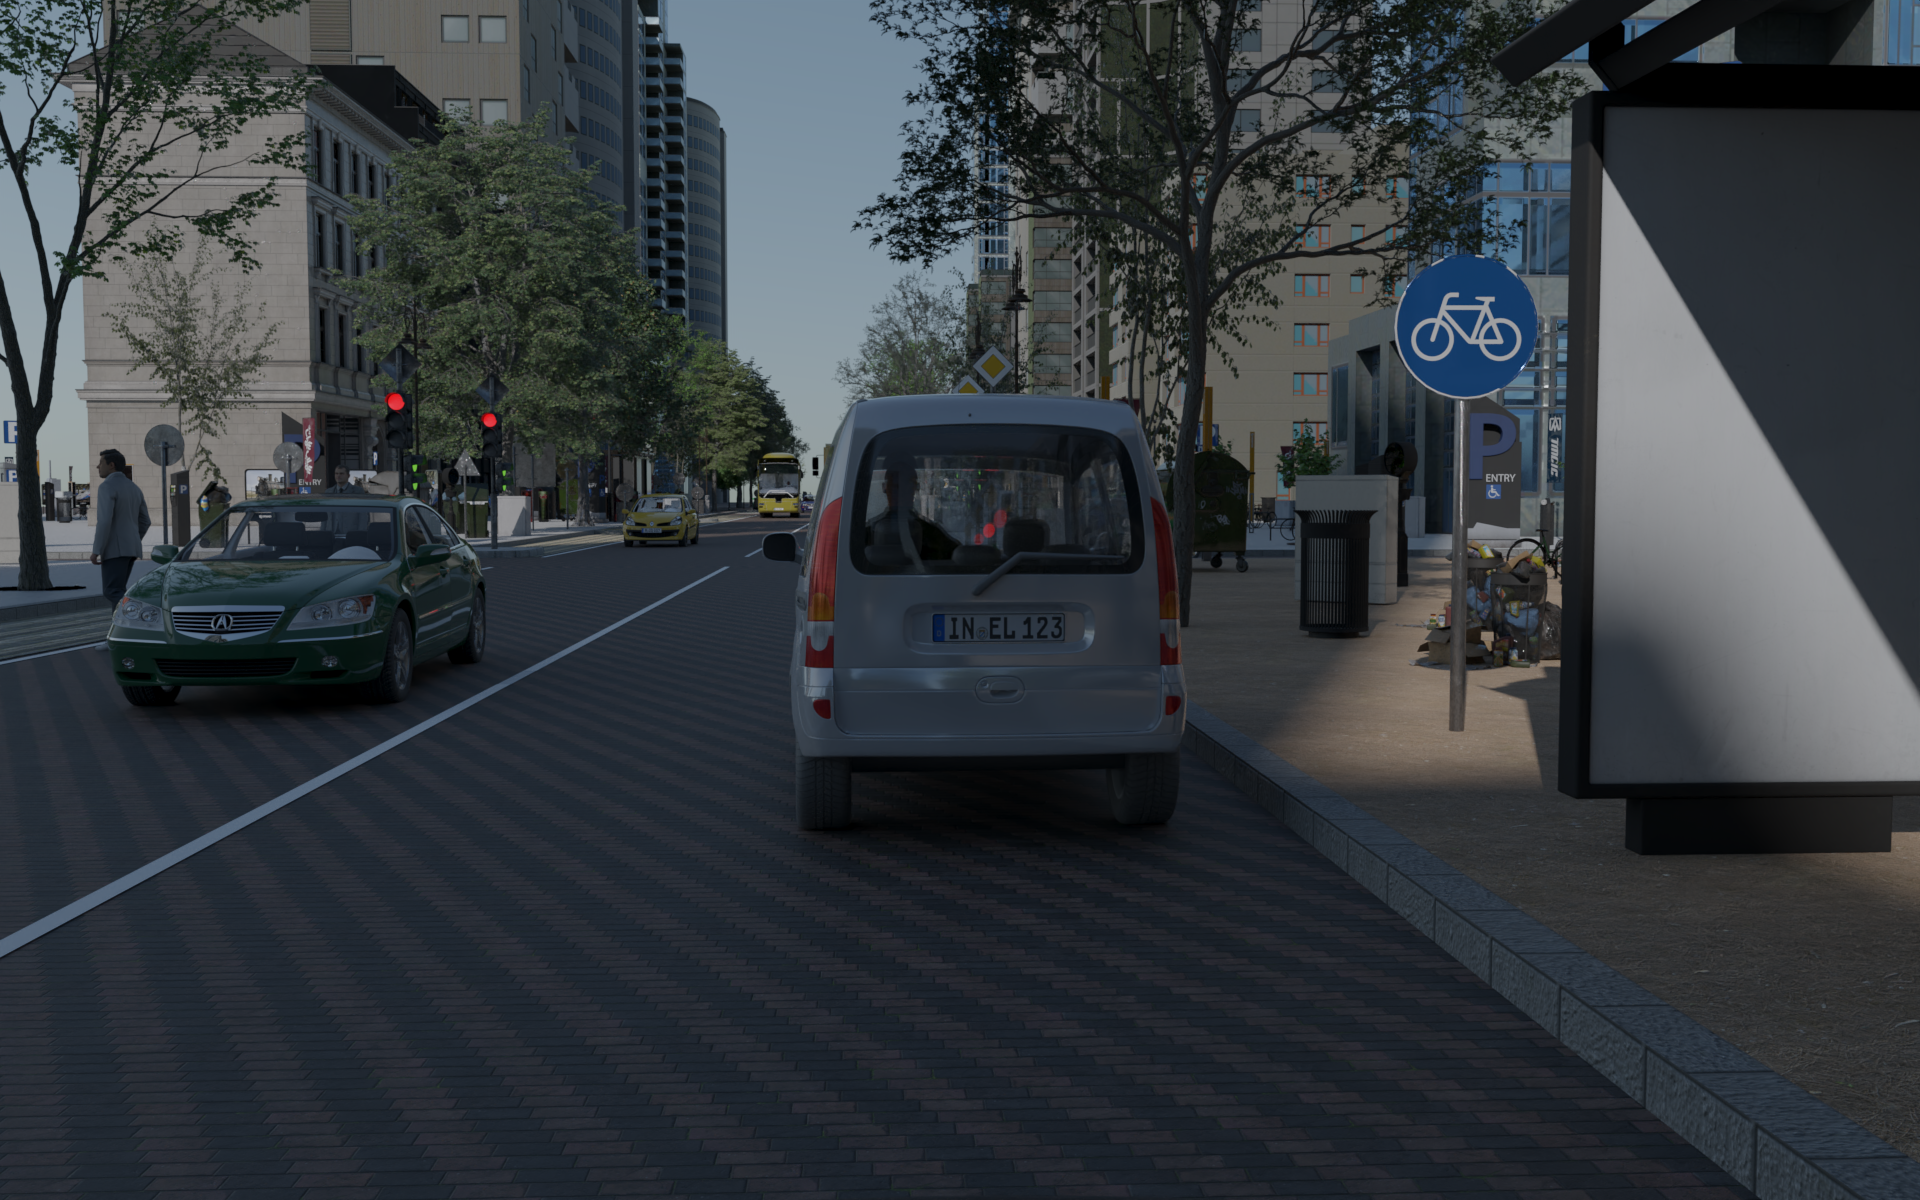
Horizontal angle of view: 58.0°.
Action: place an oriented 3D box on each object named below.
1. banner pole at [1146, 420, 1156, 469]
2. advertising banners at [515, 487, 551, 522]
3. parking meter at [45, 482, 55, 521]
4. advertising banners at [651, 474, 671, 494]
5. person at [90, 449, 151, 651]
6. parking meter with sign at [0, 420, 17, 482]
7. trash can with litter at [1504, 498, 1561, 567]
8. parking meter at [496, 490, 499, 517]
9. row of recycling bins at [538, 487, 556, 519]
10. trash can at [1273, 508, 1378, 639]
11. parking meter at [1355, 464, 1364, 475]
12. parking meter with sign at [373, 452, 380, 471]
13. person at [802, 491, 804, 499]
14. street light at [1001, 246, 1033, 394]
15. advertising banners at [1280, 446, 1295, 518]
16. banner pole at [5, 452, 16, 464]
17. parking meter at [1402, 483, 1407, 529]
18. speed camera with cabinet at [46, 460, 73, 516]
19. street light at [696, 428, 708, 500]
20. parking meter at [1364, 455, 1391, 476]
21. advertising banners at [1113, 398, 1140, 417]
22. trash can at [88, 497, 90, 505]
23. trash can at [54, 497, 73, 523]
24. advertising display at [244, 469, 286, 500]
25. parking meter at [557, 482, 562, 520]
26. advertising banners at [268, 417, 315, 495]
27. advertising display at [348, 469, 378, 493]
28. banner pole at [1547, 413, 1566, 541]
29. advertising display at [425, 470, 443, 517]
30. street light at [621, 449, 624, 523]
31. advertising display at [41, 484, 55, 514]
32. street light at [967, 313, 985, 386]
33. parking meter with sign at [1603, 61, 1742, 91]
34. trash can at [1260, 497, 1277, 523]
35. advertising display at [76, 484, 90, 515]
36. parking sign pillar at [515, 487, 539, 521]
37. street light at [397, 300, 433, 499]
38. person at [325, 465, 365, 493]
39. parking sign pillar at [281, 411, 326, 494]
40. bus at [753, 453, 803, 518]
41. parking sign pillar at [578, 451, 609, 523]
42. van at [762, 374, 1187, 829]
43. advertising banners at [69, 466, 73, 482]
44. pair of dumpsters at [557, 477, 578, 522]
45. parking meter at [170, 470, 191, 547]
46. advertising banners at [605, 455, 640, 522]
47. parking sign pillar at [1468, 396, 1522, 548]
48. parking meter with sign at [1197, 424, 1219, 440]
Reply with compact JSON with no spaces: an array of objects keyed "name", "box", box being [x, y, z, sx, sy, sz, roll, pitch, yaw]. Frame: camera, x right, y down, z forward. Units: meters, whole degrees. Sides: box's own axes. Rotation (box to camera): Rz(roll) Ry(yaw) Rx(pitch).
[{"name":"banner pole","box":[6.364,-4.172,58.229,0.863,3.779,0.401,-3,4,-36]},{"name":"advertising banners","box":[-19.651,-5.044,78.650,2.074,3.025,0.090,-2,4,-27]},{"name":"parking meter","box":[-43.175,-4.676,82.167,0.255,1.863,0.399,0,4,8]},{"name":"advertising banners","box":[-17.738,-6.480,102.139,0.090,3.025,2.074,2,4,30]},{"name":"person","box":[-7.557,-0.451,15.721,0.795,1.843,0.661,1,4,9]},{"name":"parking meter with sign","box":[-22.852,-2.785,41.794,0.543,3.016,1.738,-3,4,-36]},{"name":"trash can with litter","box":[10.612,-1.251,31.516,1.678,1.210,2.233,1,4,13]},{"name":"parking meter","box":[-25.859,-5.411,96.887,0.372,1.533,0.369,0,3,0]},{"name":"row of recycling bins","box":[-21.566,-4.869,86.728,1.069,1.692,3.534,2,4,24]},{"name":"trash can","box":[3.363,-0.238,15.550,0.748,1.137,0.748,0,3,0]},{"name":"parking meter","box":[7.120,-1.512,30.430,0.399,1.863,0.255,1,4,23]},{"name":"parking meter with sign","box":[-23.371,-4.628,71.925,1.738,3.016,0.543,-2,4,-35]},{"name":"person","box":[-21.257,-13.880,235.417,0.705,1.826,1.348,1,4,10]},{"name":"street light","box":[1.061,-3.653,32.510,0.468,5.910,1.993,0,4,-3]},{"name":"advertising banners","box":[12.618,-4.074,62.792,2.074,3.025,0.090,0,4,-2]},{"name":"banner pole","box":[-55.850,-6.858,102.139,0.863,3.779,0.401,-1,4,-19]},{"name":"parking meter","box":[6.177,-1.000,24.768,0.372,1.533,0.369,0,3,0]},{"name":"speed camera with cabinet","box":[-52.422,-6.512,100.812,2.038,3.252,0.660,3,4,38]},{"name":"street light","box":[-16.753,-8.480,111.432,0.468,5.910,1.993,0,4,-3]},{"name":"parking meter","box":[6.295,-1.235,25.903,0.255,1.863,0.399,-1,4,-19]},{"name":"advertising banners","box":[2.277,-2.165,31.590,2.074,3.025,0.090,0,4,-1]},{"name":"trash can","box":[-45.155,-4.823,90.513,0.748,1.137,0.748,0,3,0]},{"name":"trash can","box":[-39.768,-3.990,76.897,0.748,1.137,0.748,0,3,0]},{"name":"advertising display","box":[-17.700,-2.383,44.168,0.974,1.923,0.123,-1,4,-17]},{"name":"parking meter","box":[-20.067,-4.963,86.850,0.255,1.863,0.399,-1,4,-8]},{"name":"advertising banners","box":[-15.454,-2.684,40.079,2.074,3.025,0.090,3,5,40]},{"name":"advertising display","box":[-15.491,-2.416,44.715,0.974,1.923,0.123,-3,5,-44]},{"name":"banner pole","box":[16.294,-3.491,47.088,0.401,3.779,0.863,-2,4,-35]},{"name":"advertising display","box":[-14.007,-2.504,46.146,0.123,1.923,0.974,-3,4,-36]},{"name":"street light","box":[-14.890,-6.337,76.393,0.468,5.910,1.993,0,4,-3]},{"name":"advertising display","box":[-57.604,-6.384,109.585,0.123,1.923,0.974,2,4,32]},{"name":"street light","box":[0.459,-4.383,44.444,0.468,5.910,1.993,0,4,-3]},{"name":"parking meter with sign","box":[3.386,-0.712,7.902,0.543,3.016,1.738,2,4,33]},{"name":"trash can","box":[13.936,-4.074,78.265,0.748,1.137,0.748,0,3,0]},{"name":"advertising display","box":[-54.299,-6.237,107.194,0.123,1.923,0.974,3,5,41]},{"name":"parking sign pillar","box":[-20.949,-5.812,83.500,1.447,3.967,1.447,2,4,28]},{"name":"street light","box":[-12.965,-4.194,41.358,0.468,5.910,1.993,0,4,-3]},{"name":"person","box":[-8.016,-0.843,22.383,0.694,1.812,0.767,0,4,5]},{"name":"parking sign pillar","box":[-21.428,-4.166,56.590,1.447,3.967,1.447,-1,4,-22]},{"name":"bus","box":[-11.096,-7.061,106.992,2.896,3.916,12.252,0,4,-5]},{"name":"parking sign pillar","box":[-16.284,-5.386,76.536,1.447,3.967,1.447,2,4,33]},{"name":"van","box":[-0.012,-0.111,8.821,2.013,2.044,4.112,0,4,-5]},{"name":"advertising banners","box":[-55.196,-6.771,106.898,0.090,3.025,2.074,0,4,-2]},{"name":"pair of dumpsters","box":[-18.184,-4.903,82.657,1.574,2.255,4.437,0,4,-3]},{"name":"parking meter","box":[-18.933,-2.223,42.056,0.255,1.863,0.399,2,4,33]},{"name":"advertising banners","box":[-15.462,-5.034,78.493,2.074,3.025,0.090,-2,4,-35]},{"name":"parking sign pillar","box":[12.840,-3.261,41.783,1.447,3.967,1.447,0,4,7]},{"name":"parking meter with sign","box":[5.814,-2.825,42.443,0.543,3.016,1.738,2,4,25]}]
